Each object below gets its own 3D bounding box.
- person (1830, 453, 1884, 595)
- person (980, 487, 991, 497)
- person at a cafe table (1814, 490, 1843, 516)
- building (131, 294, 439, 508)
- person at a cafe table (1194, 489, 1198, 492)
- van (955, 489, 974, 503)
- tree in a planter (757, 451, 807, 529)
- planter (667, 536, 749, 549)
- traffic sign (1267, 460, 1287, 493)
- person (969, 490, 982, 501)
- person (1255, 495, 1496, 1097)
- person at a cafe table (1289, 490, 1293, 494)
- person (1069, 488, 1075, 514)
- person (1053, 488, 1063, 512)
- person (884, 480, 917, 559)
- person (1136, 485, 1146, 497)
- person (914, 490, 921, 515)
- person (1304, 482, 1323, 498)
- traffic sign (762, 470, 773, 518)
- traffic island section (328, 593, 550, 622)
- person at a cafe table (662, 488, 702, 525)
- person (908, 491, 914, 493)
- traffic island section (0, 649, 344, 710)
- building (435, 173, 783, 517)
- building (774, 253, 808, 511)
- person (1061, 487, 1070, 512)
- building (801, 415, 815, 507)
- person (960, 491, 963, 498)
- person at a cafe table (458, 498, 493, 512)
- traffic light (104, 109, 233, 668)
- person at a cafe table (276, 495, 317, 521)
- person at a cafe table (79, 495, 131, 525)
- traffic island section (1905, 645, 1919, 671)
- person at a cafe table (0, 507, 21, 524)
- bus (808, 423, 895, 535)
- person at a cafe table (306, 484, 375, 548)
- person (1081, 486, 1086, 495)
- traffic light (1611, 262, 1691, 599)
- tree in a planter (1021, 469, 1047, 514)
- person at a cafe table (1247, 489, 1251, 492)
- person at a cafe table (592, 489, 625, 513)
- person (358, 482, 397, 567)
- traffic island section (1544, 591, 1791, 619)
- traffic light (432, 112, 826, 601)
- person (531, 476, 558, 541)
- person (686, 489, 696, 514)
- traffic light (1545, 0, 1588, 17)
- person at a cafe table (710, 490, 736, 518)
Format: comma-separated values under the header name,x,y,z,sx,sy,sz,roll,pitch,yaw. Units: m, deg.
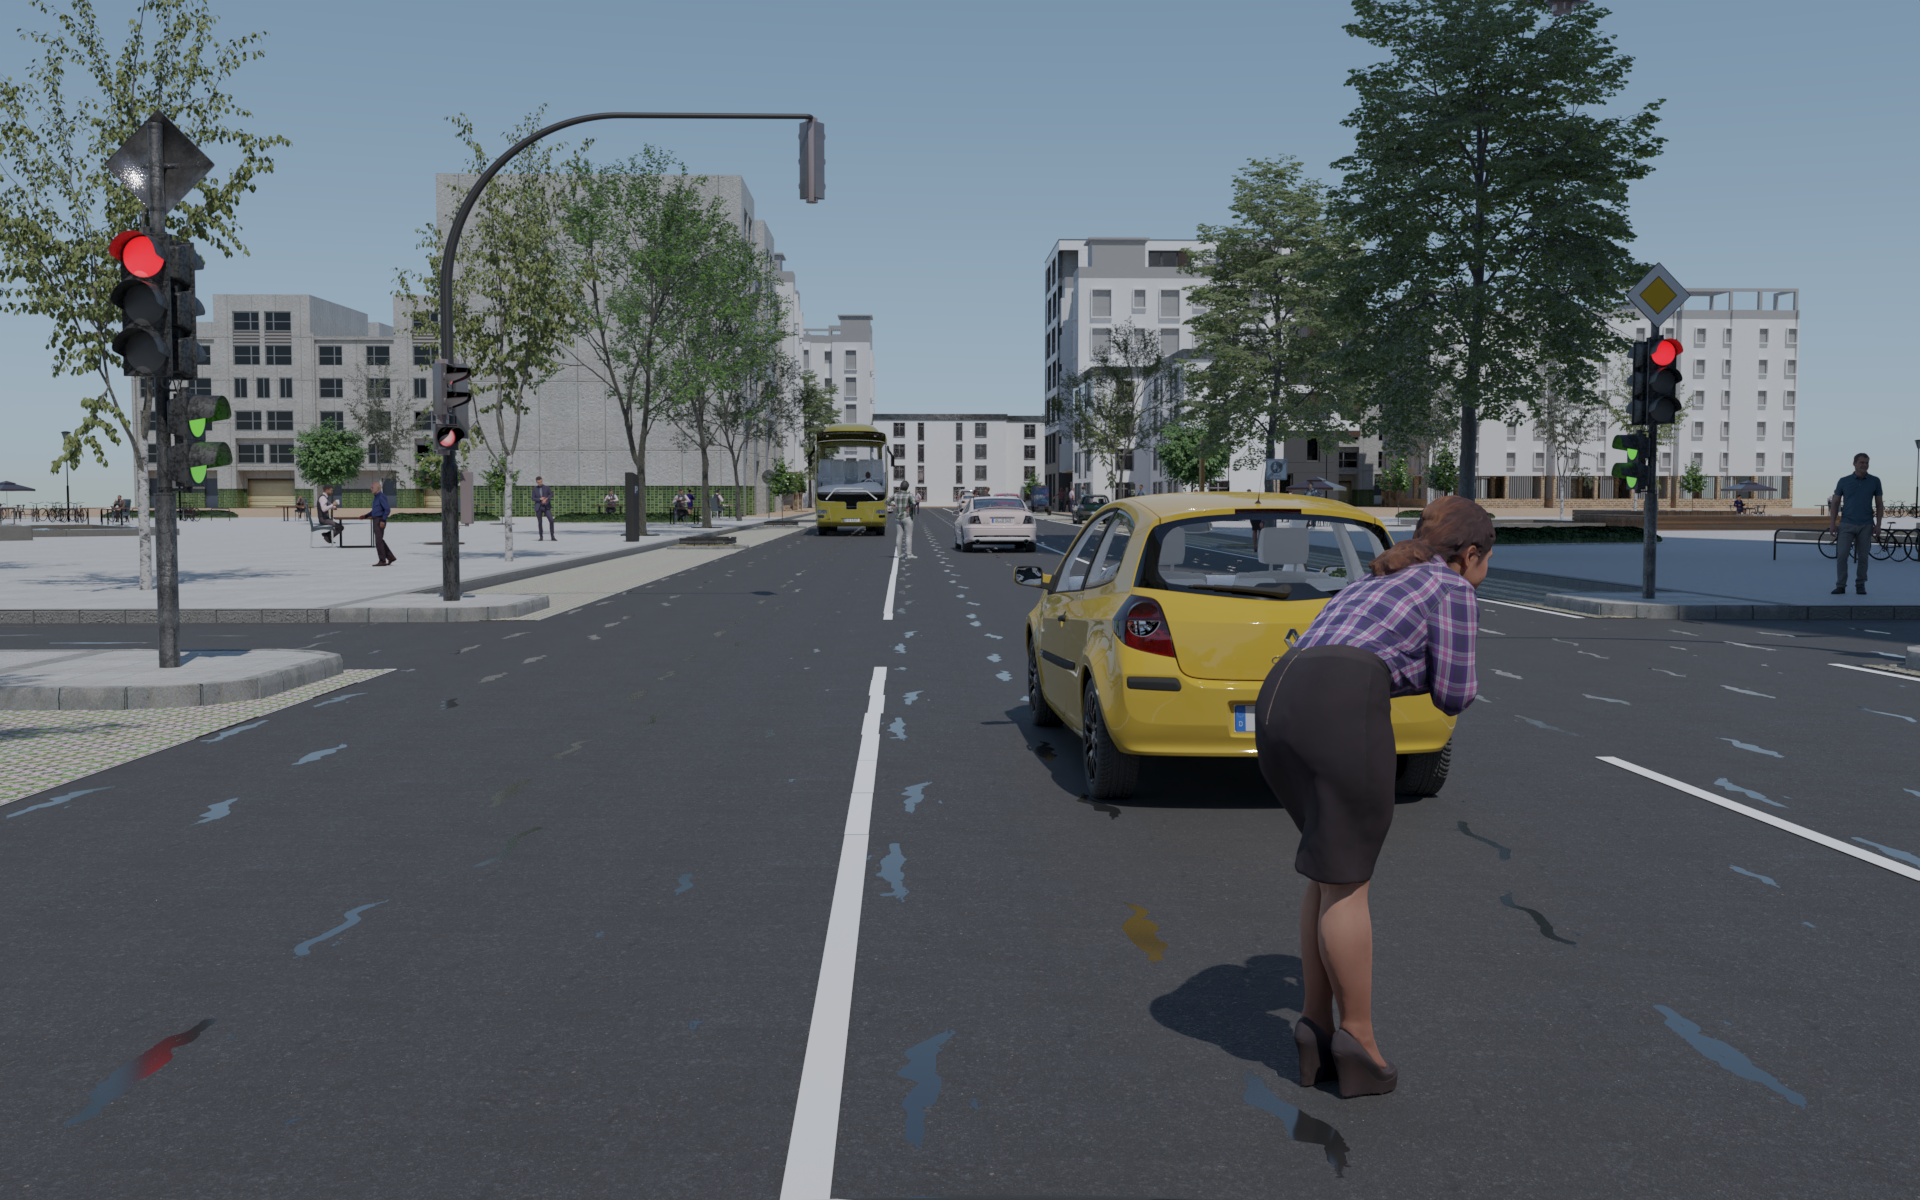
name,x,y,z,sx,sy,sz,roll,pitch,yaw
person,11.464,-0.979,22.170,0.598,1.807,0.434,3,4,37
person,1.101,-3.900,72.952,0.565,1.739,0.600,1,4,17
person at a cafe table,46.273,-5.039,90.901,1.698,1.524,1.622,-1,4,-15
building,-57.801,-18.080,162.059,31.486,18.905,16.747,0,4,-2
person at a cafe table,11.430,-4.738,85.976,1.622,1.524,1.698,-1,4,-19
van,0.593,-8.942,153.205,2.013,2.044,4.112,0,3,0
tree in a planter,-7.434,-4.593,72.310,1.991,3.239,1.994,0,4,-2
planter,-6.573,-1.488,45.470,1.991,0.319,1.994,0,4,-2
traffic sign,9.205,-2.955,50.443,0.606,2.300,0.079,0,4,1
person,0.633,-3.230,63.182,0.647,1.594,0.662,1,4,18
person,1.014,0.461,4.201,0.697,1.427,0.421,-2,4,-33
person at a cafe table,15.062,-4.261,78.175,1.698,1.524,1.622,2,4,32
person,7.414,-6.527,113.693,0.436,1.711,0.756,-1,4,-10
person,7.263,-7.235,125.056,1.217,1.743,0.721,-2,4,-28
person,-1.253,-1.793,38.534,0.841,1.734,0.376,3,4,38
person,10.343,-5.689,99.040,0.705,1.826,1.348,-2,4,-25
person,-2.957,-6.619,117.659,0.436,1.711,0.756,-2,4,-29
person,12.750,-3.433,62.897,0.376,1.734,0.841,-3,4,-38
traffic sign,-10.036,-5.555,90.925,0.768,2.556,0.104,0,4,5
traffic island section,-6.129,0.089,20.827,2.009,0.180,2.903,0,4,-2
person at a cafe table,-11.811,-3.988,73.713,1.698,1.524,1.622,-1,4,-21
person,-4.922,-9.856,170.451,0.445,1.727,0.742,3,5,39
traffic island section,-5.877,0.577,12.846,2.009,0.180,2.903,0,4,-2
building,-20.971,-15.005,111.796,16.747,18.905,31.486,0,4,-2
building,-20.355,-16.950,133.557,16.016,20.091,11.380,0,4,-2
person,7.639,-7.120,123.000,0.990,1.755,0.434,-1,4,-11
building,-28.140,-13.722,166.508,28.070,9.664,9.099,0,4,-2
person,0.278,-8.511,148.365,0.721,1.735,1.217,2,4,27
person at a cafe table,-25.453,-4.827,89.788,1.698,1.238,1.726,2,4,24
traffic light,-5.837,-1.455,12.713,0.839,4.253,0.868,0,4,-2
person at a cafe table,-31.342,-4.358,82.113,1.698,1.238,1.726,-1,4,-9
person at a cafe table,-35.074,-3.715,71.599,1.698,1.238,1.726,1,4,19
traffic island section,8.737,0.549,13.301,2.009,0.180,2.903,0,4,-2
person at a cafe table,-40.752,-3.786,72.762,1.726,1.238,1.698,0,4,0
bus,-4.005,-4.422,63.851,2.896,3.916,12.252,0,4,-4
person at a cafe table,-14.782,-2.015,41.455,1.622,1.524,1.698,-1,4,-21
person,7.674,-6.238,108.112,0.705,1.814,1.350,0,4,-2
traffic light,8.444,-1.972,21.167,0.839,4.253,0.868,0,4,-2
tree in a planter,5.249,-7.714,123.340,1.991,3.239,1.994,0,4,-2
person at a cafe table,13.339,-4.483,81.810,1.622,1.524,1.698,1,4,19
person at a cafe table,-17.353,-4.736,85.955,1.698,1.524,1.622,0,4,-7
person,-10.375,-1.348,30.775,0.600,1.496,0.574,0,4,-7
traffic island section,8.485,0.061,21.282,2.009,0.180,2.903,0,4,-2
traffic light,-4.001,-2.821,20.794,4.771,5.953,1.251,0,4,-2
person,-11.338,-2.491,47.225,0.683,1.767,0.568,-1,4,-13
person,-14.637,-5.244,94.155,0.453,1.535,0.546,0,4,-1
traffic light,6.609,-2.343,12.979,4.771,5.953,1.251,0,4,-2
person at a cafe table,-12.656,-5.093,91.780,1.698,1.524,1.622,1,4,22
